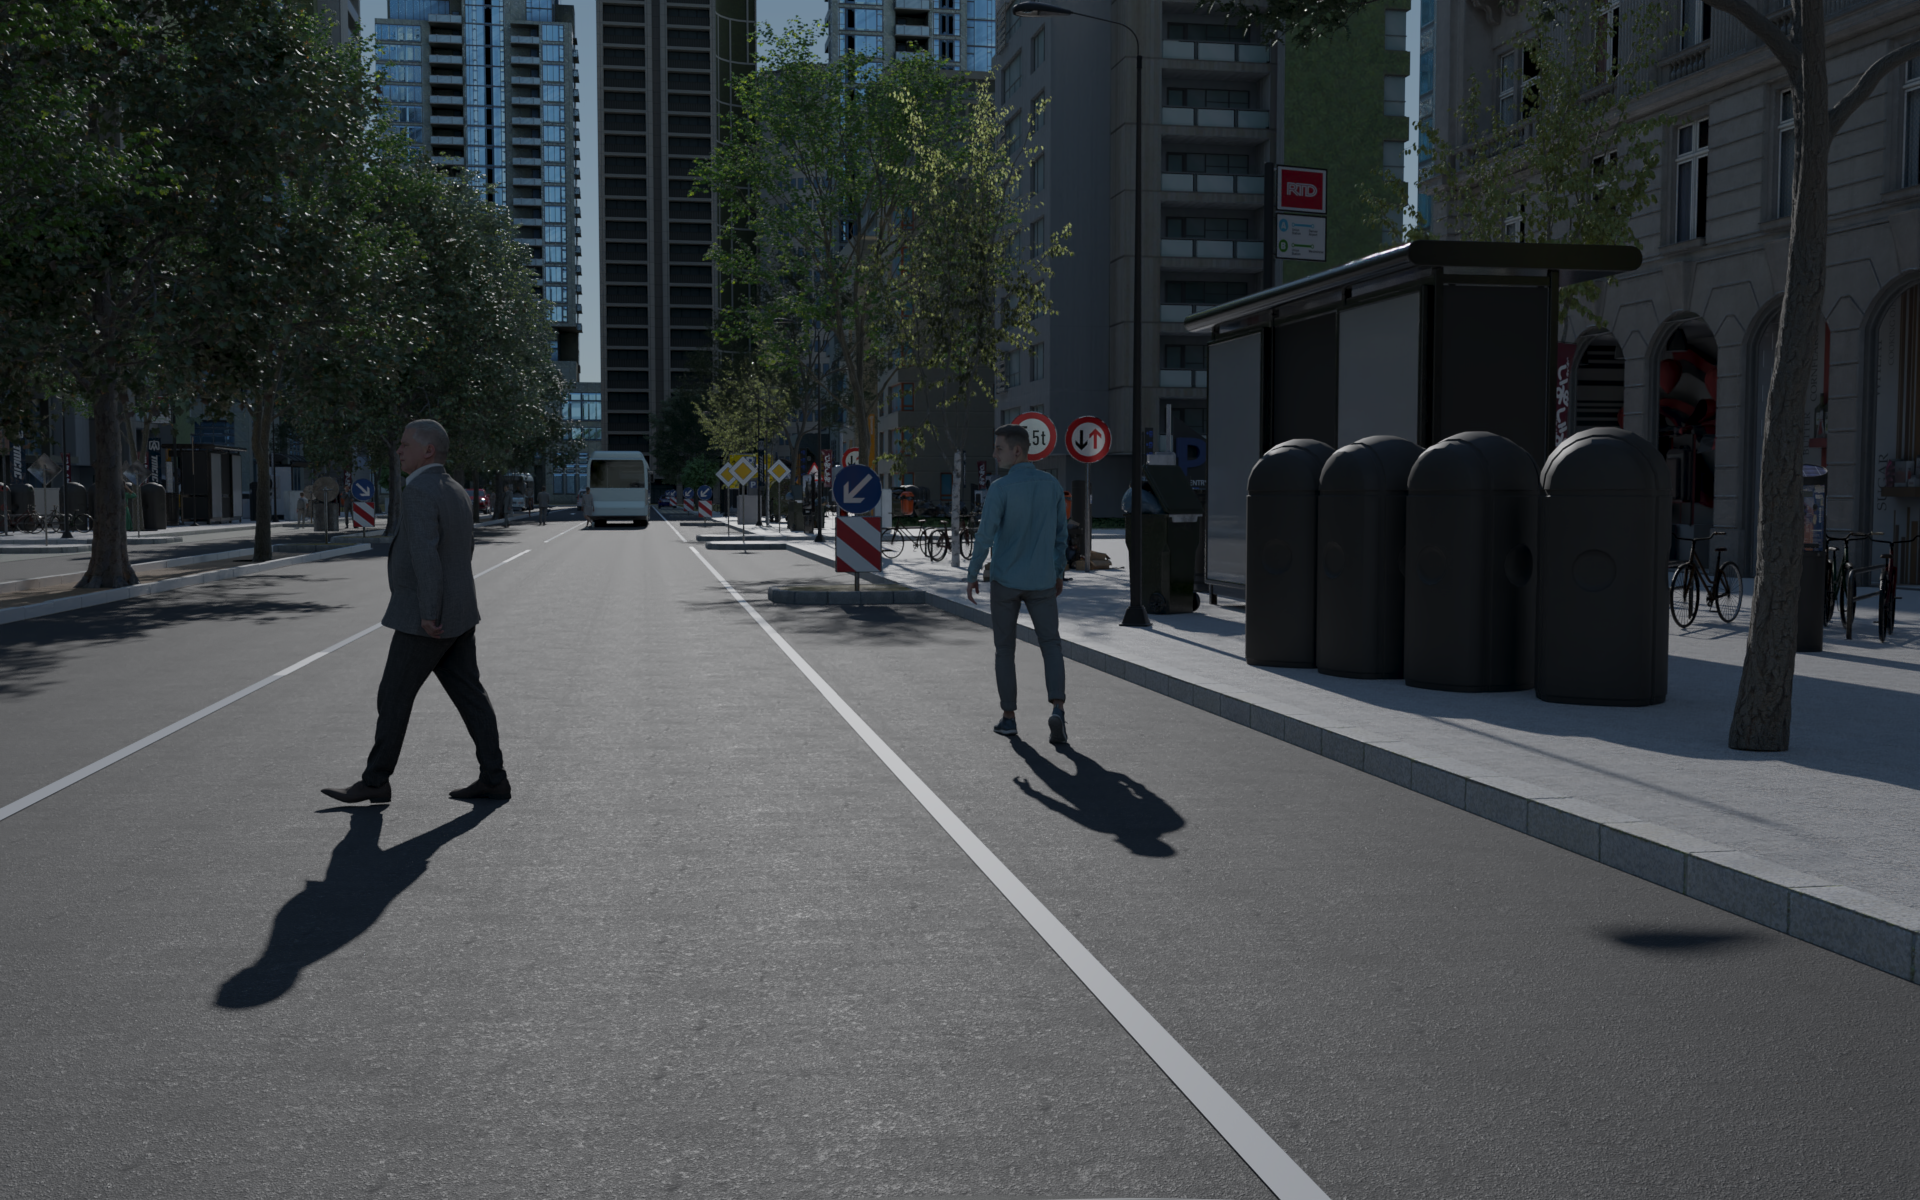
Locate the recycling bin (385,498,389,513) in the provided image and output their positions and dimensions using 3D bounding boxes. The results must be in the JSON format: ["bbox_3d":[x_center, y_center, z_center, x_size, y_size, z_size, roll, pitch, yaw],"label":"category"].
[{"bbox_3d":[-39.075,-6.516,119.094,0.722,1.027,0.722,-3,4,-36],"label":"recycling bin"}]

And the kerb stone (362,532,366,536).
[{"bbox_3d":[-19.637,-2.105,56.620,0.120,0.150,1.000,-1,4,-10],"label":"kerb stone"}]

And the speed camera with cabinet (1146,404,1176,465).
[{"bbox_3d":[4.435,-2.729,38.951,0.660,3.252,2.038,0,4,2],"label":"speed camera with cabinet"}]

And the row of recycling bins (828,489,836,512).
[{"bbox_3d":[-7.944,-7.318,126.762,3.534,1.692,1.069,-2,4,-25],"label":"row of recycling bins"}]

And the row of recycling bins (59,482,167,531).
[{"bbox_3d":[-30.113,-3.337,61.668,1.069,1.692,3.534,3,5,44],"label":"row of recycling bins"}]

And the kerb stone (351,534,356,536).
[{"bbox_3d":[-19.261,-1.974,54.605,0.120,0.150,1.000,-1,4,-10],"label":"kerb stone"}]

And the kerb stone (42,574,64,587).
[{"bbox_3d":[-14.146,-0.283,26.819,0.120,0.150,1.000,-1,4,-10],"label":"kerb stone"}]

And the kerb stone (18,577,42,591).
[{"bbox_3d":[-13.961,-0.221,25.812,0.120,0.150,1.000,-1,4,-10],"label":"kerb stone"}]

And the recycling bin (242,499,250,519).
[{"bbox_3d":[-36.758,-4.711,89.575,0.722,1.027,0.722,-2,4,-26],"label":"recycling bin"}]

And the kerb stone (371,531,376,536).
[{"bbox_3d":[-20.006,-2.229,58.639,0.120,0.150,1.000,-1,4,-10],"label":"kerb stone"}]

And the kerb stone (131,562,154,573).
[{"bbox_3d":[-15.073,-0.586,31.846,0.120,0.150,1.000,-1,4,-10],"label":"kerb stone"}]

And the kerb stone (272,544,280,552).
[{"bbox_3d":[-17.299,-1.332,43.975,0.120,0.150,1.000,-1,4,-10],"label":"kerb stone"}]

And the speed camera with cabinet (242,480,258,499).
[{"bbox_3d":[-44.771,-7.080,110.092,2.038,3.252,0.660,1,4,20],"label":"speed camera with cabinet"}]

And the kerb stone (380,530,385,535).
[{"bbox_3d":[-20.370,-2.351,60.658,0.120,0.150,1.000,-1,4,-10],"label":"kerb stone"}]

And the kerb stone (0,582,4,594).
[{"bbox_3d":[-13.775,-0.157,24.807,0.120,0.150,1.000,-1,4,-10],"label":"kerb stone"}]

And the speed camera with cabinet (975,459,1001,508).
[{"bbox_3d":[1.367,-5.560,85.235,0.660,3.252,2.038,-1,4,-22],"label":"speed camera with cabinet"}]

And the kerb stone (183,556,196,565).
[{"bbox_3d":[-15.629,-0.776,34.878,0.120,0.150,1.000,-1,4,-10],"label":"kerb stone"}]

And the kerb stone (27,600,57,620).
[{"bbox_3d":[-10.787,0.134,20.191,0.120,0.150,1.000,-1,4,-10],"label":"kerb stone"}]

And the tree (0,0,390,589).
[{"bbox_3d":[-13.051,-6.535,26.320,9.611,12.733,9.660,0,3,0],"label":"tree"}]

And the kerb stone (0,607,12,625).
[{"bbox_3d":[-10.602,0.184,19.185,0.120,0.150,1.000,-1,4,-10],"label":"kerb stone"}]

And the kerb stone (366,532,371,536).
[{"bbox_3d":[-19.823,-2.164,57.634,0.120,0.150,1.000,-1,4,-10],"label":"kerb stone"}]

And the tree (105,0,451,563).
[{"bbox_3d":[-14.577,-6.598,36.089,9.928,11.665,9.643,0,3,0],"label":"tree"}]

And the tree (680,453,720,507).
[{"bbox_3d":[-20.622,-9.487,138.833,4.285,4.588,4.351,0,3,0],"label":"tree"}]

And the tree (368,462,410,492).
[{"bbox_3d":[-40.704,-8.609,124.474,4.285,4.588,4.351,0,3,0],"label":"tree"}]

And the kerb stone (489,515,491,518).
[{"bbox_3d":[-28.169,-4.940,102.988,0.120,0.150,1.000,-1,4,-10],"label":"kerb stone"}]

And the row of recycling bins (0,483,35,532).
[{"bbox_3d":[-33.114,-3.165,58.854,1.069,1.692,3.534,1,4,20],"label":"row of recycling bins"}]

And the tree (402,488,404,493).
[{"bbox_3d":[-42.616,-8.491,133.427,1.663,3.219,1.824,0,3,0],"label":"tree"}]

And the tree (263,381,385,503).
[{"bbox_3d":[-34.675,-9.835,95.217,7.601,10.594,8.767,0,4,-1],"label":"tree"}]

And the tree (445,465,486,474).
[{"bbox_3d":[-47.714,-14.125,165.351,8.767,10.594,7.601,0,4,-1],"label":"tree"}]

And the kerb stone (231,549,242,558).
[{"bbox_3d":[-16.375,-1.023,38.921,0.120,0.150,1.000,-1,4,-10],"label":"kerb stone"}]

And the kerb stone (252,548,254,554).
[{"bbox_3d":[-16.752,-1.142,40.940,0.120,0.150,1.000,-1,4,-10],"label":"kerb stone"}]

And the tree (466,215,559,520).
[{"bbox_3d":[-18.232,-8.327,55.617,9.611,12.733,9.660,0,3,0],"label":"tree"}]

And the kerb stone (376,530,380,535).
[{"bbox_3d":[-20.192,-2.290,59.645,0.120,0.150,1.000,-1,4,-10],"label":"kerb stone"}]

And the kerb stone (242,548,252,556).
[{"bbox_3d":[-16.559,-1.085,39.928,0.120,0.150,1.000,-1,4,-10],"label":"kerb stone"}]

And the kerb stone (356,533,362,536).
[{"bbox_3d":[-19.442,-2.044,55.616,0.120,0.150,1.000,-1,4,-10],"label":"kerb stone"}]

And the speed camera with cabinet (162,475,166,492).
[{"bbox_3d":[-38.878,-5.405,82.703,0.660,3.252,2.038,3,4,39],"label":"speed camera with cabinet"}]

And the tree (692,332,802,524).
[{"bbox_3d":[-8.284,-7.500,72.985,4.360,8.622,3.978,0,3,0],"label":"tree"}]

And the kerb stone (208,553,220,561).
[{"bbox_3d":[-16.004,-0.899,36.894,0.120,0.150,1.000,-1,4,-10],"label":"kerb stone"}]

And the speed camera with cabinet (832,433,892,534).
[{"bbox_3d":[-3.183,-3.779,56.117,2.038,3.252,0.660,2,4,34],"label":"speed camera with cabinet"}]

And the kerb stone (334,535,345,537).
[{"bbox_3d":[-18.891,-1.859,52.593,0.120,0.150,1.000,-1,4,-10],"label":"kerb stone"}]

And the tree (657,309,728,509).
[{"bbox_3d":[-6.135,-7.846,62.690,8.767,10.594,7.601,-1,4,-14],"label":"tree"}]

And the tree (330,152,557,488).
[{"bbox_3d":[-20.229,-9.554,65.314,9.857,13.997,8.962,0,3,0],"label":"tree"}]

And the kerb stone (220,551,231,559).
[{"bbox_3d":[-16.188,-0.956,37.903,0.120,0.150,1.000,-1,4,-10],"label":"kerb stone"}]

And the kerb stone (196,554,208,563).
[{"bbox_3d":[-15.816,-0.837,35.889,0.120,0.150,1.000,-1,4,-10],"label":"kerb stone"}]

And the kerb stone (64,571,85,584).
[{"bbox_3d":[-14.330,-0.340,27.824,0.120,0.150,1.000,-1,4,-10],"label":"kerb stone"}]

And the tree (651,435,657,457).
[{"bbox_3d":[-16.174,-11.292,119.043,8.767,10.594,7.601,1,4,9],"label":"tree"}]

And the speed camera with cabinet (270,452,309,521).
[{"bbox_3d":[-32.363,-5.426,83.047,0.660,3.252,2.038,3,5,42],"label":"speed camera with cabinet"}]

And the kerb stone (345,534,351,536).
[{"bbox_3d":[-19.074,-1.921,53.599,0.120,0.150,1.000,-1,4,-10],"label":"kerb stone"}]

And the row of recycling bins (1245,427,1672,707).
[{"bbox_3d":[3.264,-0.293,11.908,1.069,1.692,3.534,-2,4,-32],"label":"row of recycling bins"}]

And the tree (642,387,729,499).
[{"bbox_3d":[-31.258,-17.895,199.243,9.857,13.997,8.962,0,3,0],"label":"tree"}]

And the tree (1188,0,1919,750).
[{"bbox_3d":[4.339,-4.517,8.264,7.601,10.594,8.767,1,4,21],"label":"tree"}]

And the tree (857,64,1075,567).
[{"bbox_3d":[-0.049,-4.907,30.597,4.360,8.622,3.978,0,3,0],"label":"tree"}]

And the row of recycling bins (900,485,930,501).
[{"bbox_3d":[-2.210,-5.263,93.160,1.069,1.692,3.534,1,4,9],"label":"row of recycling bins"}]

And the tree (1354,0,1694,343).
[{"bbox_3d":[7.924,-4.497,23.893,4.737,8.622,4.395,0,3,0],"label":"tree"}]

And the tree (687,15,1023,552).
[{"bbox_3d":[-2.223,-6.884,38.312,9.928,11.665,9.643,0,3,0],"label":"tree"}]

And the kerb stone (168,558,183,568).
[{"bbox_3d":[-15.437,-0.714,33.867,0.120,0.150,1.000,-1,4,-10],"label":"kerb stone"}]

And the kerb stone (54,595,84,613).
[{"bbox_3d":[-10.978,0.061,21.194,0.120,0.150,1.000,-1,4,-10],"label":"kerb stone"}]

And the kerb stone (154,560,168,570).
[{"bbox_3d":[-15.266,-0.648,32.859,0.120,0.150,1.000,-1,4,-10],"label":"kerb stone"}]

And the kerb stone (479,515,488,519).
[{"bbox_3d":[-27.797,-4.815,100.978,0.120,0.150,1.000,-1,4,-10],"label":"kerb stone"}]
